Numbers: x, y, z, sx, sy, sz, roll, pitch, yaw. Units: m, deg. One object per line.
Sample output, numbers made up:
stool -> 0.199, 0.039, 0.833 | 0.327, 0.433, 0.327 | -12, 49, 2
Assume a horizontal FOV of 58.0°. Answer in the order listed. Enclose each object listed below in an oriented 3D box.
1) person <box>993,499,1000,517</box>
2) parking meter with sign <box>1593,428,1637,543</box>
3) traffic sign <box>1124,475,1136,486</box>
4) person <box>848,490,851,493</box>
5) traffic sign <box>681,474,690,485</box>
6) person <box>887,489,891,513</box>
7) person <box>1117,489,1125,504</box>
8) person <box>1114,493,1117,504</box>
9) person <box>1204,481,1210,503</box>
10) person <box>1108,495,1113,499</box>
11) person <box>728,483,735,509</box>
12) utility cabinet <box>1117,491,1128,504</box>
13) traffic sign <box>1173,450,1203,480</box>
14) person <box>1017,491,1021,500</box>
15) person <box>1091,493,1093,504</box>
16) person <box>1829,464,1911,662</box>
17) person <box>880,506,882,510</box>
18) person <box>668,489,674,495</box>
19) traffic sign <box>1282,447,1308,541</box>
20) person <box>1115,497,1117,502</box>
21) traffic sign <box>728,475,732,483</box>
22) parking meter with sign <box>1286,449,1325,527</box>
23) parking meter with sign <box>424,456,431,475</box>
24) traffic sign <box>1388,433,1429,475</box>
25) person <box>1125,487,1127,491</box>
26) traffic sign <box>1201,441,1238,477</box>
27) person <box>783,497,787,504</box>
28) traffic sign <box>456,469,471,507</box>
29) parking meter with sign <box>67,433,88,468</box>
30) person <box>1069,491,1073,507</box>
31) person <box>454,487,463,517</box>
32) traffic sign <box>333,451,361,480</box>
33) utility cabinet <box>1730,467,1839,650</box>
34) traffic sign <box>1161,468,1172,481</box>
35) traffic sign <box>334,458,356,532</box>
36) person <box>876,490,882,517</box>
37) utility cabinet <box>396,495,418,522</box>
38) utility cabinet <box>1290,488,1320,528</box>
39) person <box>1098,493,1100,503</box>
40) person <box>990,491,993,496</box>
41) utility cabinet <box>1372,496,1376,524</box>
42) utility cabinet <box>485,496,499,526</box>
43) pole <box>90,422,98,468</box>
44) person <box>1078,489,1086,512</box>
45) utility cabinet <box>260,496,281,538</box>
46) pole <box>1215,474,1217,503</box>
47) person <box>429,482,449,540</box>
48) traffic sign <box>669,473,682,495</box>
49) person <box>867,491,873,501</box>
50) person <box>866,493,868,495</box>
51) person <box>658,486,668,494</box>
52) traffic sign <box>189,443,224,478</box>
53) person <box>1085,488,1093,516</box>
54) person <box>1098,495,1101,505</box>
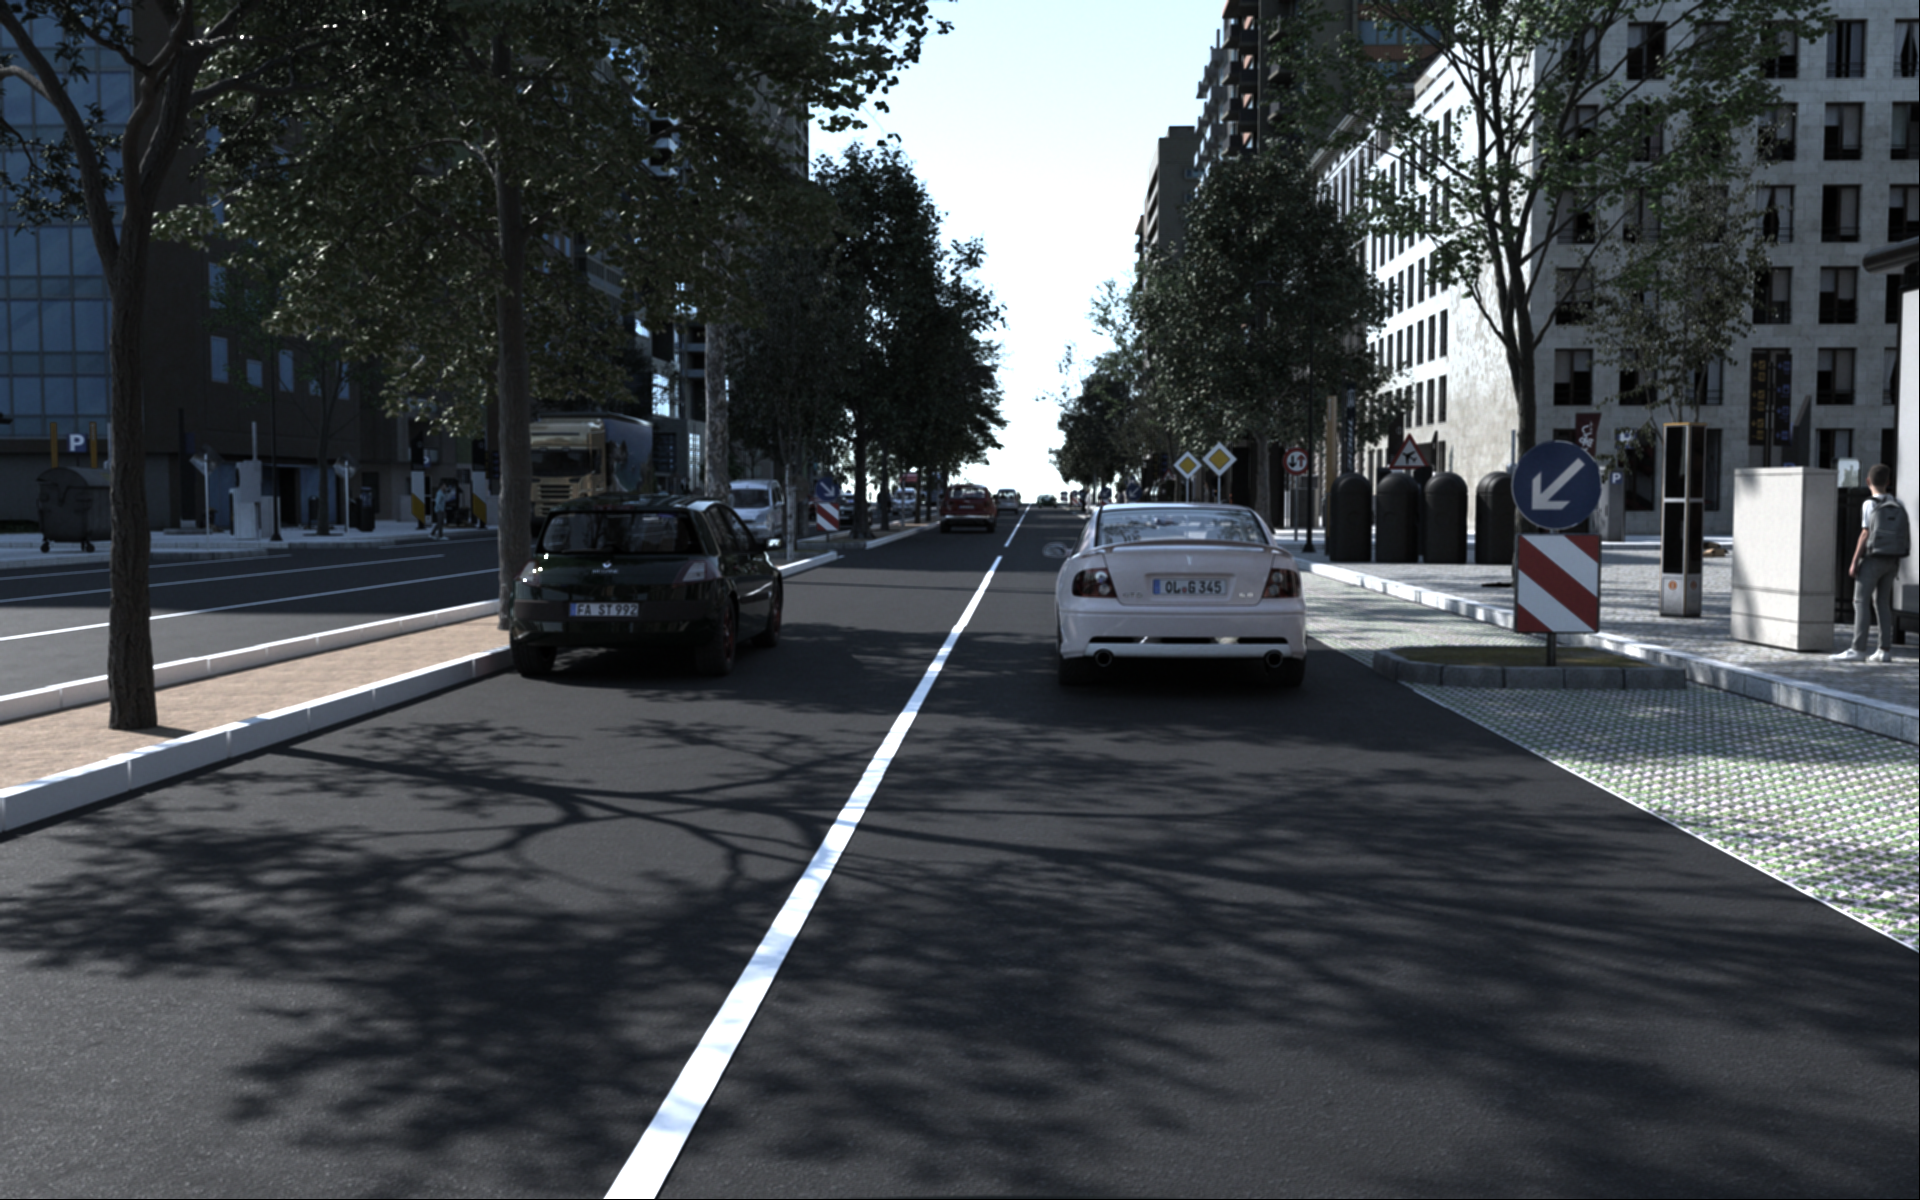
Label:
person -> 2.151, -5.733, 106.508 | 0.640, 1.303, 0.475 | -2, 4, -29
parking meter with sign -> 17.541, -3.079, 46.604 | 0.543, 3.016, 1.738 | 0, 4, -2
traffic sign -> 11.063, -6.882, 112.621 | 0.768, 2.556, 0.104 | 1, 4, 10
person -> -9.033, -8.147, 142.373 | 0.621, 1.740, 0.551 | 0, 4, 8
traffic sign -> -17.867, -6.890, 112.377 | 0.795, 2.593, 0.064 | 0, 4, 7
person -> -5.493, -7.646, 133.490 | 0.705, 1.826, 1.348 | -1, 4, -14
person -> 8.577, -5.021, 91.430 | 0.643, 1.720, 0.563 | 0, 4, -6
person -> 17.196, -11.119, 188.385 | 0.990, 1.755, 0.434 | -1, 4, -14
person -> 10.213, -4.008, 71.750 | 0.592, 1.802, 0.473 | -3, 5, -42
person -> 23.730, -16.516, 276.060 | 1.348, 1.826, 0.705 | 1, 4, 19
person -> -5.745, -2.038, 42.569 | 0.466, 1.731, 0.760 | 0, 4, 3
utility cabinet -> 10.985, -6.569, 116.081 | 0.318, 1.500, 1.173 | -2, 4, -26
traffic sign -> 6.080, -2.688, 46.146 | 0.795, 2.593, 0.064 | 0, 4, 3
person -> 6.434, -11.190, 191.482 | 0.705, 1.821, 1.348 | 2, 4, 32
person -> 16.372, -12.486, 213.448 | 1.065, 1.426, 0.557 | -2, 4, -26
person -> 7.005, -0.283, 13.270 | 0.523, 1.515, 0.503 | 3, 4, 38
person -> -7.427, -9.242, 160.128 | 0.721, 1.766, 1.217 | 1, 4, 9
person -> -10.752, -3.310, 64.426 | 0.589, 1.601, 0.330 | 3, 5, 44
traffic sign -> 9.139, -2.871, 47.039 | 0.768, 2.556, 0.104 | 1, 4, 12
person -> 25.169, -16.399, 277.406 | 0.421, 1.427, 0.697 | -3, 5, -43
traffic sign -> -15.623, -7.089, 116.018 | 0.768, 2.556, 0.104 | 0, 4, 5
parking meter with sign -> 13.571, -4.345, 67.303 | 1.738, 3.016, 0.543 | 0, 4, 5
parking meter with sign -> -24.113, -5.003, 78.067 | 0.543, 3.016, 1.738 | -1, 4, -18
traffic sign -> 9.631, -2.274, 37.192 | 0.884, 2.594, 0.081 | 1, 4, 9
person -> 13.432, -8.215, 139.986 | 1.348, 1.869, 0.705 | -3, 5, -43
traffic sign -> 5.729, -2.201, 38.168 | 0.795, 2.593, 0.064 | 0, 4, 3
person -> -15.565, -8.982, 153.586 | 1.217, 1.739, 0.721 | -3, 4, -36
traffic sign -> -20.174, -4.175, 70.398 | 0.606, 2.300, 0.079 | 0, 4, 7
parking meter with sign -> -25.215, -3.221, 48.932 | 0.543, 3.016, 1.738 | 0, 4, -7
person -> 12.030, -10.890, 187.098 | 0.434, 1.755, 0.990 | 1, 4, 18
person -> -20.981, -4.073, 71.993 | 0.474, 1.900, 0.648 | 1, 4, 23
traffic sign -> -16.692, -2.751, 47.163 | 0.795, 2.593, 0.064 | 0, 4, 3
utility cabinet -> 6.911, -0.358, 14.532 | 0.318, 1.500, 1.173 | 0, 4, -1
traffic sign -> 10.569, -5.376, 87.903 | 0.884, 2.594, 0.081 | 0, 4, 3
traffic sign -> -20.528, -3.532, 57.855 | 0.768, 2.556, 0.104 | 0, 4, 4
person -> -4.865, -5.969, 106.077 | 0.794, 1.824, 0.713 | 2, 4, 25
utility cabinet -> -25.526, -4.206, 79.937 | 0.306, 1.237, 1.020 | 2, 4, 33
utility cabinet -> 13.022, -3.475, 65.498 | 0.318, 1.500, 1.173 | -3, 5, -41
person -> 21.142, -15.559, 261.348 | 0.541, 1.710, 0.530 | 3, 5, 42
person -> 4.242, -14.414, 244.159 | 1.348, 1.826, 0.705 | -2, 4, -28
utility cabinet -> 17.563, -3.809, 73.436 | 1.020, 1.237, 0.306 | 1, 4, 23
utility cabinet -> -18.973, -3.629, 70.488 | 0.306, 1.237, 1.020 | 2, 4, 34
pole -> -24.546, -3.381, 49.130 | 0.158, 3.312, 0.155 | 0, 3, 0
person -> 9.948, -8.028, 139.736 | 0.705, 1.826, 1.348 | 2, 4, 29
utility cabinet -> -20.234, -2.427, 50.844 | 0.306, 1.237, 1.020 | 0, 4, -6
pole -> 11.913, -5.283, 80.224 | 0.158, 3.312, 0.155 | 0, 3, 0
person -> -16.399, -2.809, 54.453 | 0.620, 1.820, 0.660 | -1, 4, -17
traffic sign -> -16.926, -6.289, 102.938 | 0.768, 2.556, 0.104 | 0, 4, 5
person -> -12.323, -14.073, 236.924 | 1.217, 1.735, 0.721 | -3, 5, -44
person -> -14.551, -15.819, 265.403 | 1.217, 1.743, 0.721 | 2, 4, 32
person -> -14.589, -4.672, 84.911 | 0.660, 1.820, 0.620 | -1, 4, -14
traffic sign -> -17.043, -2.263, 39.186 | 0.795, 2.593, 0.064 | 0, 4, 3
person -> 8.452, -6.380, 112.688 | 0.818, 1.842, 0.514 | -1, 4, -16
person -> 15.723, -11.272, 193.528 | 0.628, 1.438, 0.799 | 1, 4, 9
